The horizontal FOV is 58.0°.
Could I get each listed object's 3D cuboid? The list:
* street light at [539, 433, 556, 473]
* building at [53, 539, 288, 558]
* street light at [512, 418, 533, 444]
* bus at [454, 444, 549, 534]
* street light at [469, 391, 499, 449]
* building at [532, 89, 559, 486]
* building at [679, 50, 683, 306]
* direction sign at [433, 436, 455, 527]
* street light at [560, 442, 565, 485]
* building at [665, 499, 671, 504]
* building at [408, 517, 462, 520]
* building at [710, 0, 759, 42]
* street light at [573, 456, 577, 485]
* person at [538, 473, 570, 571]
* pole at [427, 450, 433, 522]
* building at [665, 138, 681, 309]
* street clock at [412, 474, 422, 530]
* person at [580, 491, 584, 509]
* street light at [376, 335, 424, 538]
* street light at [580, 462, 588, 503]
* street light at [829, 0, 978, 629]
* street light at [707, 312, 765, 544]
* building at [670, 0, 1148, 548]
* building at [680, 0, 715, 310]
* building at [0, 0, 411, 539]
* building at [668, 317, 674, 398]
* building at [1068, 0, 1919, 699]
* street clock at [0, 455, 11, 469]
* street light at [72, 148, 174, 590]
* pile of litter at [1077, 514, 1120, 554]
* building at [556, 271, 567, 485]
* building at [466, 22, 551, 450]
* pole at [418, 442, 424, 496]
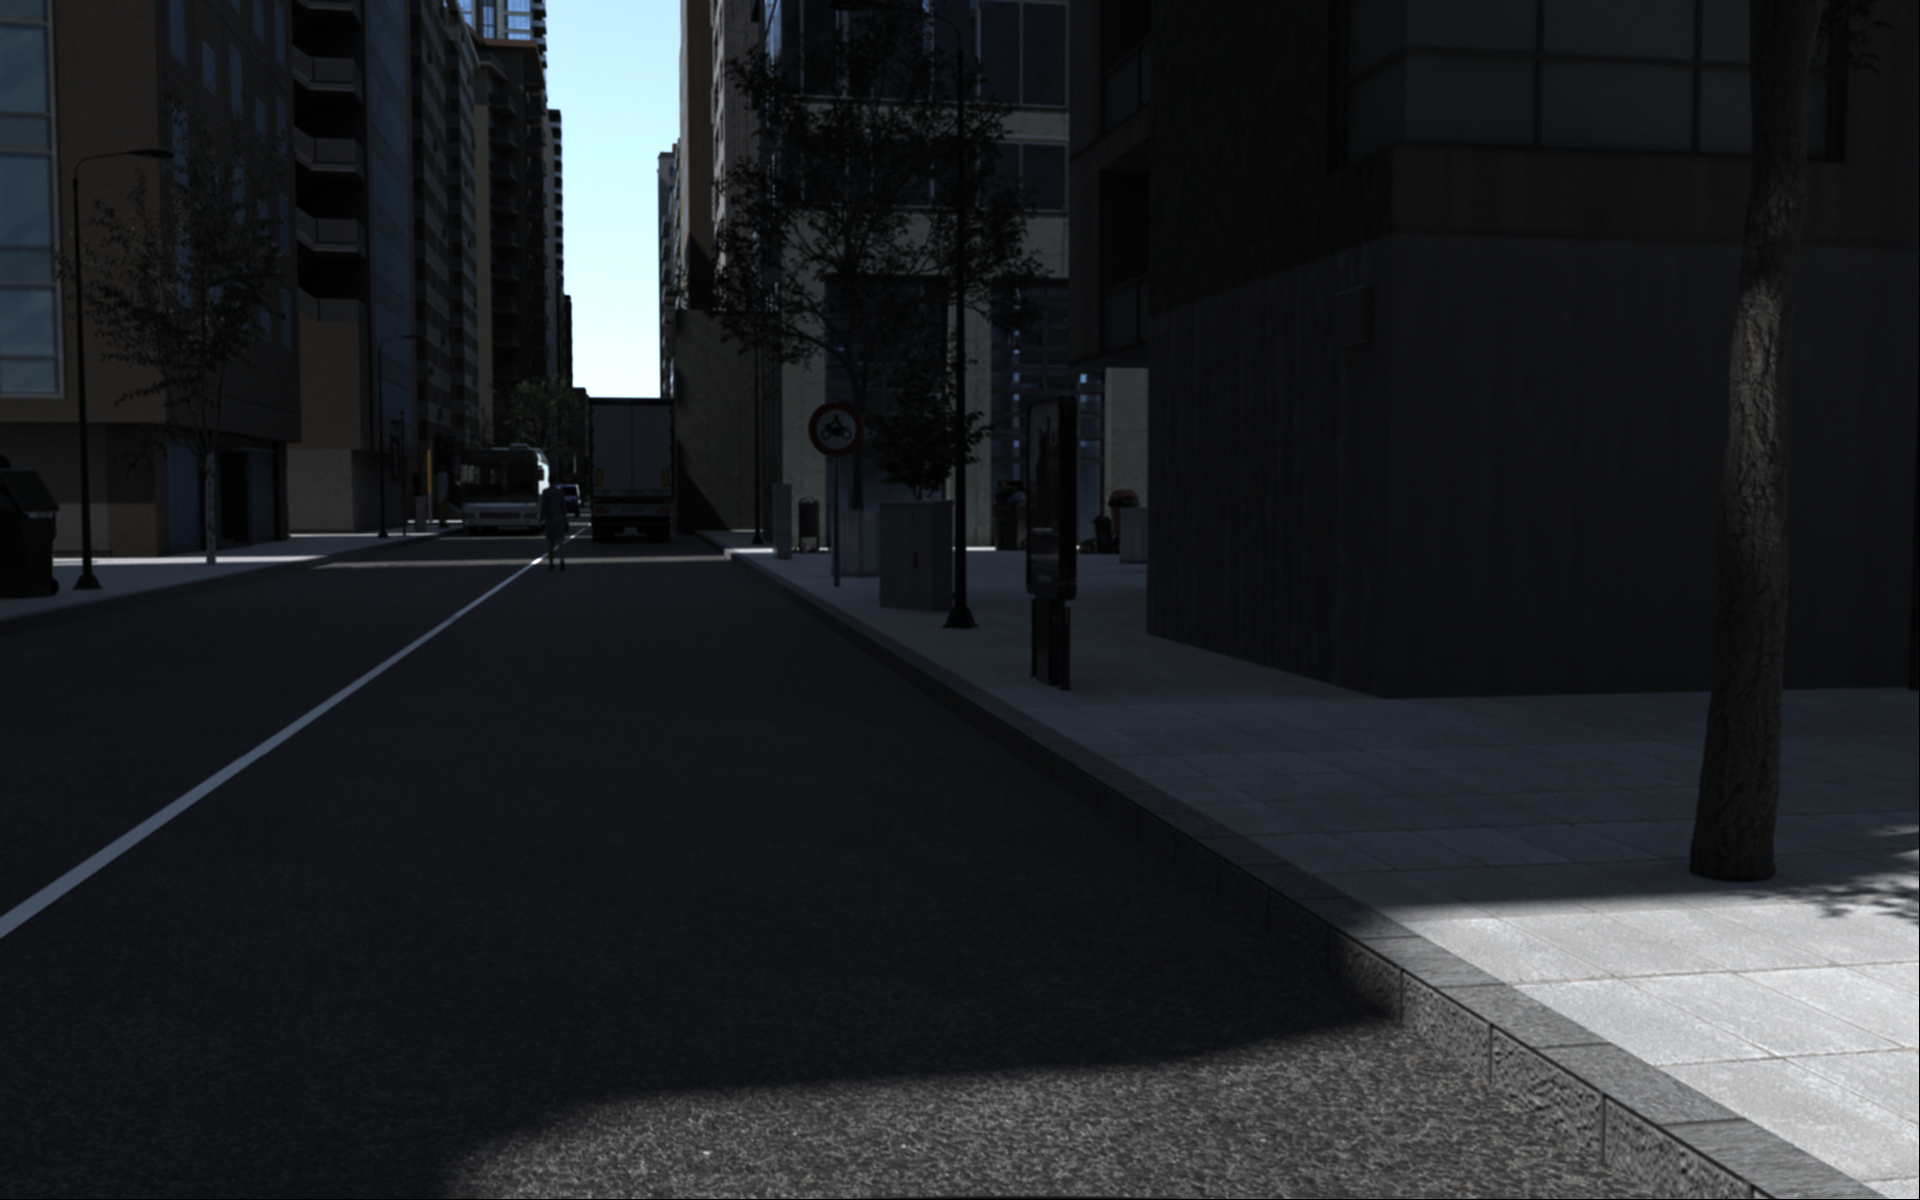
[{"bbox_3d":[-31.587,-9.778,132.419,1.470,5.913,1.316,-1,4,-11],"label":"street light"},{"bbox_3d":[-23.845,-23.777,38.864,14.600,45.320,14.200,-1,4,-11],"label":"building"},{"bbox_3d":[-26.571,-8.105,105.059,1.470,5.913,1.316,-1,4,-11],"label":"street light"},{"bbox_3d":[-16.786,-4.252,64.387,2.948,3.499,13.247,-1,4,-12],"label":"bus"},{"bbox_3d":[-21.437,-6.444,77.903,1.470,5.913,1.316,-1,4,-11],"label":"street light"},{"bbox_3d":[-51.105,-32.729,185.229,14.600,45.320,14.200,-1,4,-11],"label":"building"},{"bbox_3d":[-19.106,-29.290,162.486,14.154,41.232,14.086,-1,4,-11],"label":"building"},{"bbox_3d":[-20.010,-4.604,67.267,0.876,3.537,0.379,-3,4,-39],"label":"direction sign"},{"bbox_3d":[-35.748,-11.080,153.695,1.470,5.913,1.316,-1,4,-11],"label":"street light"},{"bbox_3d":[-7.984,-27.466,140.946,32.217,40.220,23.993,-1,4,-11],"label":"building"},{"bbox_3d":[-39.855,-24.308,89.313,32.217,40.220,23.993,-1,4,-11],"label":"building"},{"bbox_3d":[-5.297,-24.746,88.190,14.086,41.232,14.154,-1,4,-11],"label":"building"},{"bbox_3d":[-40.967,-12.767,181.283,1.470,5.913,1.316,-1,4,-11],"label":"street light"},{"bbox_3d":[-7.577,-1.456,32.327,0.581,1.822,0.654,-1,4,-21],"label":"person"},{"bbox_3d":[-24.267,-5.226,79.290,0.158,3.312,0.155,0,3,0],"label":"pole"},{"bbox_3d":[-23.627,-36.348,213.899,23.786,49.044,30.456,-1,4,-11],"label":"building"},{"bbox_3d":[-19.507,-3.528,62.247,0.358,2.002,0.471,0,4,-8],"label":"street clock"},{"bbox_3d":[-37.209,-9.833,169.792,0.750,1.759,0.617,2,4,25],"label":"person"},{"bbox_3d":[-16.306,-4.766,50.470,1.470,5.913,1.316,-1,4,-11],"label":"street light"},{"bbox_3d":[-45.938,-14.429,208.453,1.470,5.913,1.316,-1,4,-11],"label":"street light"},{"bbox_3d":[-0.529,-2.683,16.406,1.470,5.913,1.316,-1,4,-11],"label":"street light"},{"bbox_3d":[-5.707,-4.372,44.023,1.470,5.913,1.316,-1,4,-11],"label":"street light"},{"bbox_3d":[1.985,-45.421,55.303,22.319,86.520,31.000,-1,4,-11],"label":"building"},{"bbox_3d":[-10.363,-28.074,109.117,14.600,45.320,14.200,-1,4,-11],"label":"building"},{"bbox_3d":[-27.284,-25.051,59.691,14.200,45.320,14.600,-1,4,-11],"label":"building"},{"bbox_3d":[-16.915,-20.828,185.584,27.650,21.520,28.899,-1,4,-11],"label":"building"},{"bbox_3d":[8.297,-20.427,17.579,14.154,41.232,14.086,-1,4,-11],"label":"building"},{"bbox_3d":[-17.477,-1.641,31.408,0.471,2.002,0.358,-3,5,-41],"label":"street clock"},{"bbox_3d":[-11.252,-3.105,23.315,1.470,5.913,1.316,-1,4,-11],"label":"street light"},{"bbox_3d":[3.067,-1.429,37.330,1.719,0.858,1.176,1,4,17],"label":"pile of litter"},{"bbox_3d":[-56.646,-27.065,214.209,14.160,30.474,14.107,-1,4,-11],"label":"building"},{"bbox_3d":[-50.466,-31.124,163.498,22.147,44.769,28.867,-1,4,-11],"label":"building"},{"bbox_3d":[-21.154,-4.533,67.955,0.158,3.312,0.155,0,3,0],"label":"pole"}]
